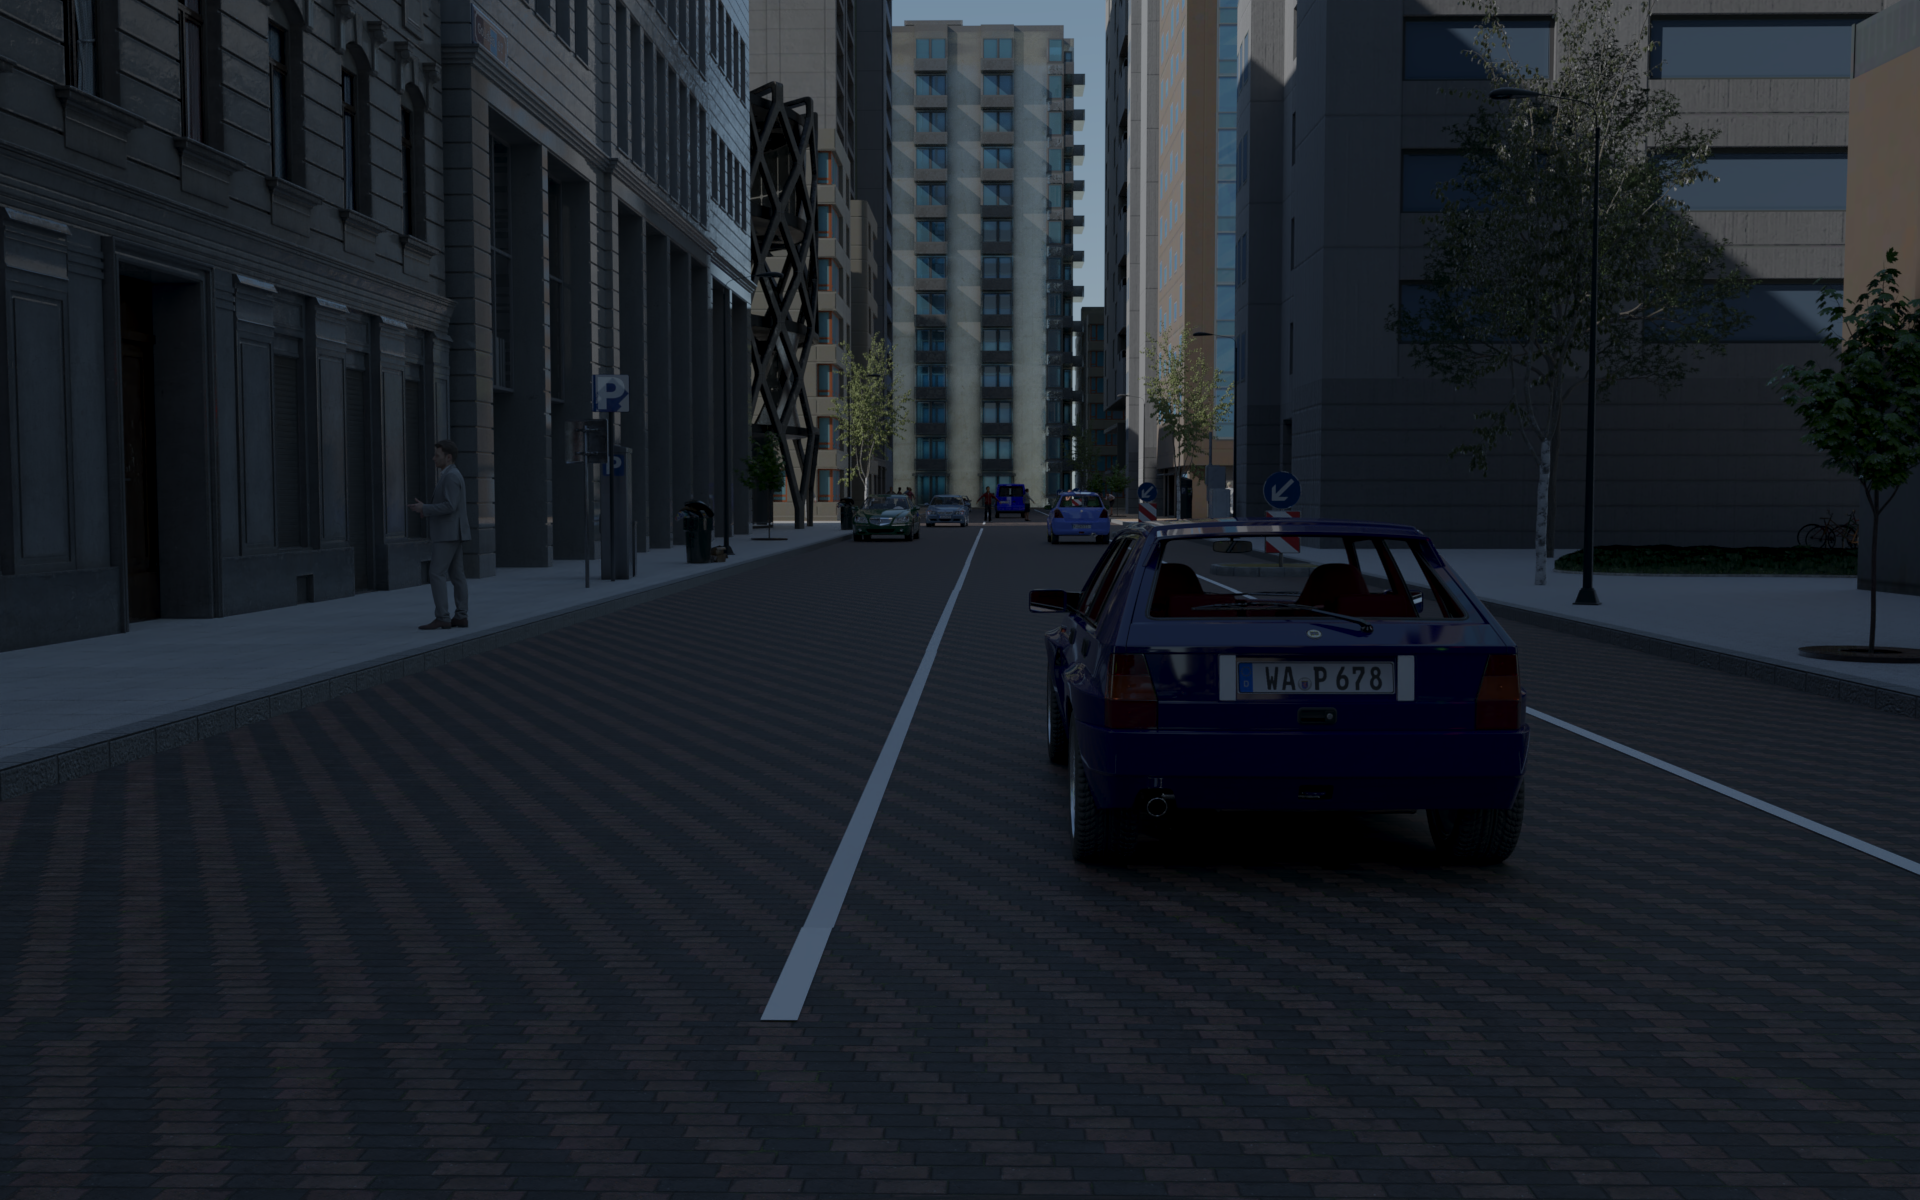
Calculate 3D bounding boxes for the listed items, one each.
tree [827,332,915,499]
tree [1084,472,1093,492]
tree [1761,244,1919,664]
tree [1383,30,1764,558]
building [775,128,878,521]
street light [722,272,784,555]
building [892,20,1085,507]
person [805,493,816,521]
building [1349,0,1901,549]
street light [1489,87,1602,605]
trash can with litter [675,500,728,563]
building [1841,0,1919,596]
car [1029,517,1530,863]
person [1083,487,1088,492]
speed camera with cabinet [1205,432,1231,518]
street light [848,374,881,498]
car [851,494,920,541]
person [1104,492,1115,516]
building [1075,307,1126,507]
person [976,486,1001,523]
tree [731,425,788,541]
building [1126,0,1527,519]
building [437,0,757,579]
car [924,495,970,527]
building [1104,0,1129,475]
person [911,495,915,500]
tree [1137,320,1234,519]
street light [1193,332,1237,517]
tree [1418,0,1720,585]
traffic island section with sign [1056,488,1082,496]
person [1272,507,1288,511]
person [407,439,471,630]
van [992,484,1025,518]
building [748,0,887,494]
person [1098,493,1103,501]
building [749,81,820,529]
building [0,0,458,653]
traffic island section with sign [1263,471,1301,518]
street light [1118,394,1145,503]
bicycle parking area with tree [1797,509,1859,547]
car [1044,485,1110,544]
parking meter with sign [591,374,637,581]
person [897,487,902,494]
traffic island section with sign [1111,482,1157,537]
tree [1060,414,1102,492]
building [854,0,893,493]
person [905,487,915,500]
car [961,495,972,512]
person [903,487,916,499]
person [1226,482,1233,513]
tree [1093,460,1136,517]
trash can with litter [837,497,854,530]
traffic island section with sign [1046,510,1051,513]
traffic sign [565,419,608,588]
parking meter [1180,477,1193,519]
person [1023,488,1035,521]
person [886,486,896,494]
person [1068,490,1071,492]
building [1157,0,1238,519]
[{"bbox_3d":[-4.230,-7.899,79.514,4.737,8.622,4.395,0,3,0],"label":"tree"},{"bbox_3d":[9.662,-7.718,120.782,1.663,3.219,1.824,0,3,0],"label":"tree"},{"bbox_3d":[7.274,-1.152,13.435,1.663,3.219,1.824,0,3,0],"label":"tree"},{"bbox_3d":[12.191,-6.128,34.612,7.601,10.594,8.767,0,4,4],"label":"tree"},{"bbox_3d":[-19.409,-15.405,96.907,27.650,21.520,28.899,0,4,1],"label":"building"},{"bbox_3d":[-4.386,-3.902,36.341,1.470,5.913,1.316,0,4,1],"label":"street light"},{"bbox_3d":[-2.698,-34.156,178.067,30.456,49.044,23.786,0,4,1],"label":"building"},{"bbox_3d":[-7.076,-4.572,81.075,0.678,1.792,0.850,-1,4,-11],"label":"person"},{"bbox_3d":[19.187,-31.220,52.445,21.231,58.520,28.212,0,4,1],"label":"building"},{"bbox_3d":[6.745,-2.900,19.957,1.470,5.913,1.316,0,4,1],"label":"street light"},{"bbox_3d":[-4.797,-1.280,32.318,0.624,1.170,1.055,1,4,22],"label":"trash can with litter"},{"bbox_3d":[18.625,-22.299,14.708,14.200,45.320,14.600,0,4,1],"label":"building"},{"bbox_3d":[1.306,0.275,8.086,1.945,1.354,3.894,0,4,1],"label":"car"},{"bbox_3d":[10.613,-8.478,144.532,0.599,1.838,0.709,-3,4,-36],"label":"person"},{"bbox_3d":[8.126,-3.678,54.464,0.660,3.252,2.038,0,4,2],"label":"speed camera with cabinet"},{"bbox_3d":[-3.751,-5.782,67.077,1.470,5.913,1.316,0,4,1],"label":"street light"},{"bbox_3d":[-2.259,-2.584,54.049,2.131,1.459,4.920,0,4,3],"label":"car"},{"bbox_3d":[8.797,-5.675,102.015,0.628,1.438,0.799,0,4,7],"label":"person"},{"bbox_3d":[26.998,-20.455,179.485,28.899,21.520,27.650,0,4,1],"label":"building"},{"bbox_3d":[1.423,-4.825,87.359,1.348,1.831,0.705,-1,4,-18],"label":"person"},{"bbox_3d":[-5.277,-3.282,48.255,1.663,3.219,1.824,0,3,0],"label":"tree"},{"bbox_3d":[21.371,-34.837,111.591,21.231,58.520,28.212,0,4,1],"label":"building"},{"bbox_3d":[-12.349,-16.064,40.140,11.434,29.767,29.804,0,4,1],"label":"building"},{"bbox_3d":[-0.546,-3.950,76.590,2.014,1.417,4.499,0,4,3],"label":"car"},{"bbox_3d":[25.923,-33.695,140.157,28.713,52.752,27.495,0,4,1],"label":"building"},{"bbox_3d":[-3.940,-7.952,136.604,0.990,1.755,0.434,-2,4,-29],"label":"person"},{"bbox_3d":[9.449,-7.520,73.321,4.737,8.622,4.395,0,3,0],"label":"tree"},{"bbox_3d":[7.366,-4.722,49.749,1.470,5.913,1.316,0,4,1],"label":"street light"},{"bbox_3d":[8.335,-4.526,24.366,4.360,8.622,3.978,0,3,0],"label":"tree"},{"bbox_3d":[7.149,-6.093,108.256,1.989,1.847,2.006,0,4,1],"label":"traffic island section with sign"},{"bbox_3d":[7.901,-2.253,43.084,0.606,1.804,0.583,-3,4,-36],"label":"person"},{"bbox_3d":[-4.975,-0.631,16.554,0.583,1.804,0.606,-1,4,-17],"label":"person"},{"bbox_3d":[3.047,-6.144,104.831,2.240,2.365,5.245,0,4,1],"label":"van"},{"bbox_3d":[-15.679,-41.700,120.040,20.563,71.187,20.611,0,4,1],"label":"building"},{"bbox_3d":[10.863,-7.812,135.243,0.593,1.643,0.415,1,4,10],"label":"person"},{"bbox_3d":[-13.809,-12.030,64.147,16.820,18.784,16.811,0,4,1],"label":"building"},{"bbox_3d":[-12.376,-10.230,16.411,9.793,20.994,18.267,0,4,1],"label":"building"},{"bbox_3d":[5.526,-1.366,30.960,1.989,1.847,2.006,0,4,1],"label":"traffic island section with sign"},{"bbox_3d":[8.029,-6.616,80.714,1.470,5.913,1.316,0,4,1],"label":"street light"},{"bbox_3d":[21.512,-2.901,34.440,9.016,4.147,8.231,2,4,29],"label":"bicycle parking area with tree"},{"bbox_3d":[3.443,-2.517,50.745,1.945,1.707,3.694,0,3,0],"label":"car"},{"bbox_3d":[-5.173,-1.829,26.164,0.543,3.016,1.738,0,4,-5],"label":"parking meter with sign"},{"bbox_3d":[-3.813,-6.435,111.941,0.721,1.739,1.217,-3,4,-37],"label":"person"},{"bbox_3d":[6.089,-3.014,57.910,1.989,1.847,2.006,0,4,1],"label":"traffic island section with sign"},{"bbox_3d":[11.227,-12.709,158.159,4.737,8.622,4.395,0,3,0],"label":"tree"},{"bbox_3d":[-19.832,-36.763,143.067,28.212,58.520,21.231,0,4,1],"label":"building"},{"bbox_3d":[-3.455,-6.706,116.410,1.217,1.743,0.721,3,5,42],"label":"person"},{"bbox_3d":[-0.034,-7.588,136.636,1.945,1.354,3.894,0,4,3],"label":"car"},{"bbox_3d":[-3.943,-7.580,129.967,1.348,1.826,0.705,-1,4,-15],"label":"person"},{"bbox_3d":[12.472,-4.529,79.976,0.514,1.842,0.818,-1,4,-20],"label":"person"},{"bbox_3d":[8.854,-6.337,98.216,1.663,3.219,1.824,0,3,0],"label":"tree"},{"bbox_3d":[-4.082,-3.091,61.918,0.624,1.170,1.055,0,4,-3],"label":"trash can with litter"},{"bbox_3d":[7.710,-7.744,135.244,1.989,1.847,2.006,0,4,1],"label":"traffic island section with sign"},{"bbox_3d":[-5.090,-1.314,23.606,0.606,2.300,0.079,1,4,10],"label":"traffic sign"},{"bbox_3d":[7.757,-3.280,59.341,0.255,1.863,0.399,-2,4,-34],"label":"parking meter"},{"bbox_3d":[3.630,-5.042,91.724,0.721,1.735,1.217,-2,4,-25],"label":"person"},{"bbox_3d":[-4.121,-5.923,103.594,1.217,1.735,0.721,0,4,-2],"label":"person"},{"bbox_3d":[5.392,-4.592,85.049,0.415,1.643,0.593,-2,4,-24],"label":"person"},{"bbox_3d":[18.030,-26.959,90.893,14.600,45.320,14.200,0,4,1],"label":"building"}]
